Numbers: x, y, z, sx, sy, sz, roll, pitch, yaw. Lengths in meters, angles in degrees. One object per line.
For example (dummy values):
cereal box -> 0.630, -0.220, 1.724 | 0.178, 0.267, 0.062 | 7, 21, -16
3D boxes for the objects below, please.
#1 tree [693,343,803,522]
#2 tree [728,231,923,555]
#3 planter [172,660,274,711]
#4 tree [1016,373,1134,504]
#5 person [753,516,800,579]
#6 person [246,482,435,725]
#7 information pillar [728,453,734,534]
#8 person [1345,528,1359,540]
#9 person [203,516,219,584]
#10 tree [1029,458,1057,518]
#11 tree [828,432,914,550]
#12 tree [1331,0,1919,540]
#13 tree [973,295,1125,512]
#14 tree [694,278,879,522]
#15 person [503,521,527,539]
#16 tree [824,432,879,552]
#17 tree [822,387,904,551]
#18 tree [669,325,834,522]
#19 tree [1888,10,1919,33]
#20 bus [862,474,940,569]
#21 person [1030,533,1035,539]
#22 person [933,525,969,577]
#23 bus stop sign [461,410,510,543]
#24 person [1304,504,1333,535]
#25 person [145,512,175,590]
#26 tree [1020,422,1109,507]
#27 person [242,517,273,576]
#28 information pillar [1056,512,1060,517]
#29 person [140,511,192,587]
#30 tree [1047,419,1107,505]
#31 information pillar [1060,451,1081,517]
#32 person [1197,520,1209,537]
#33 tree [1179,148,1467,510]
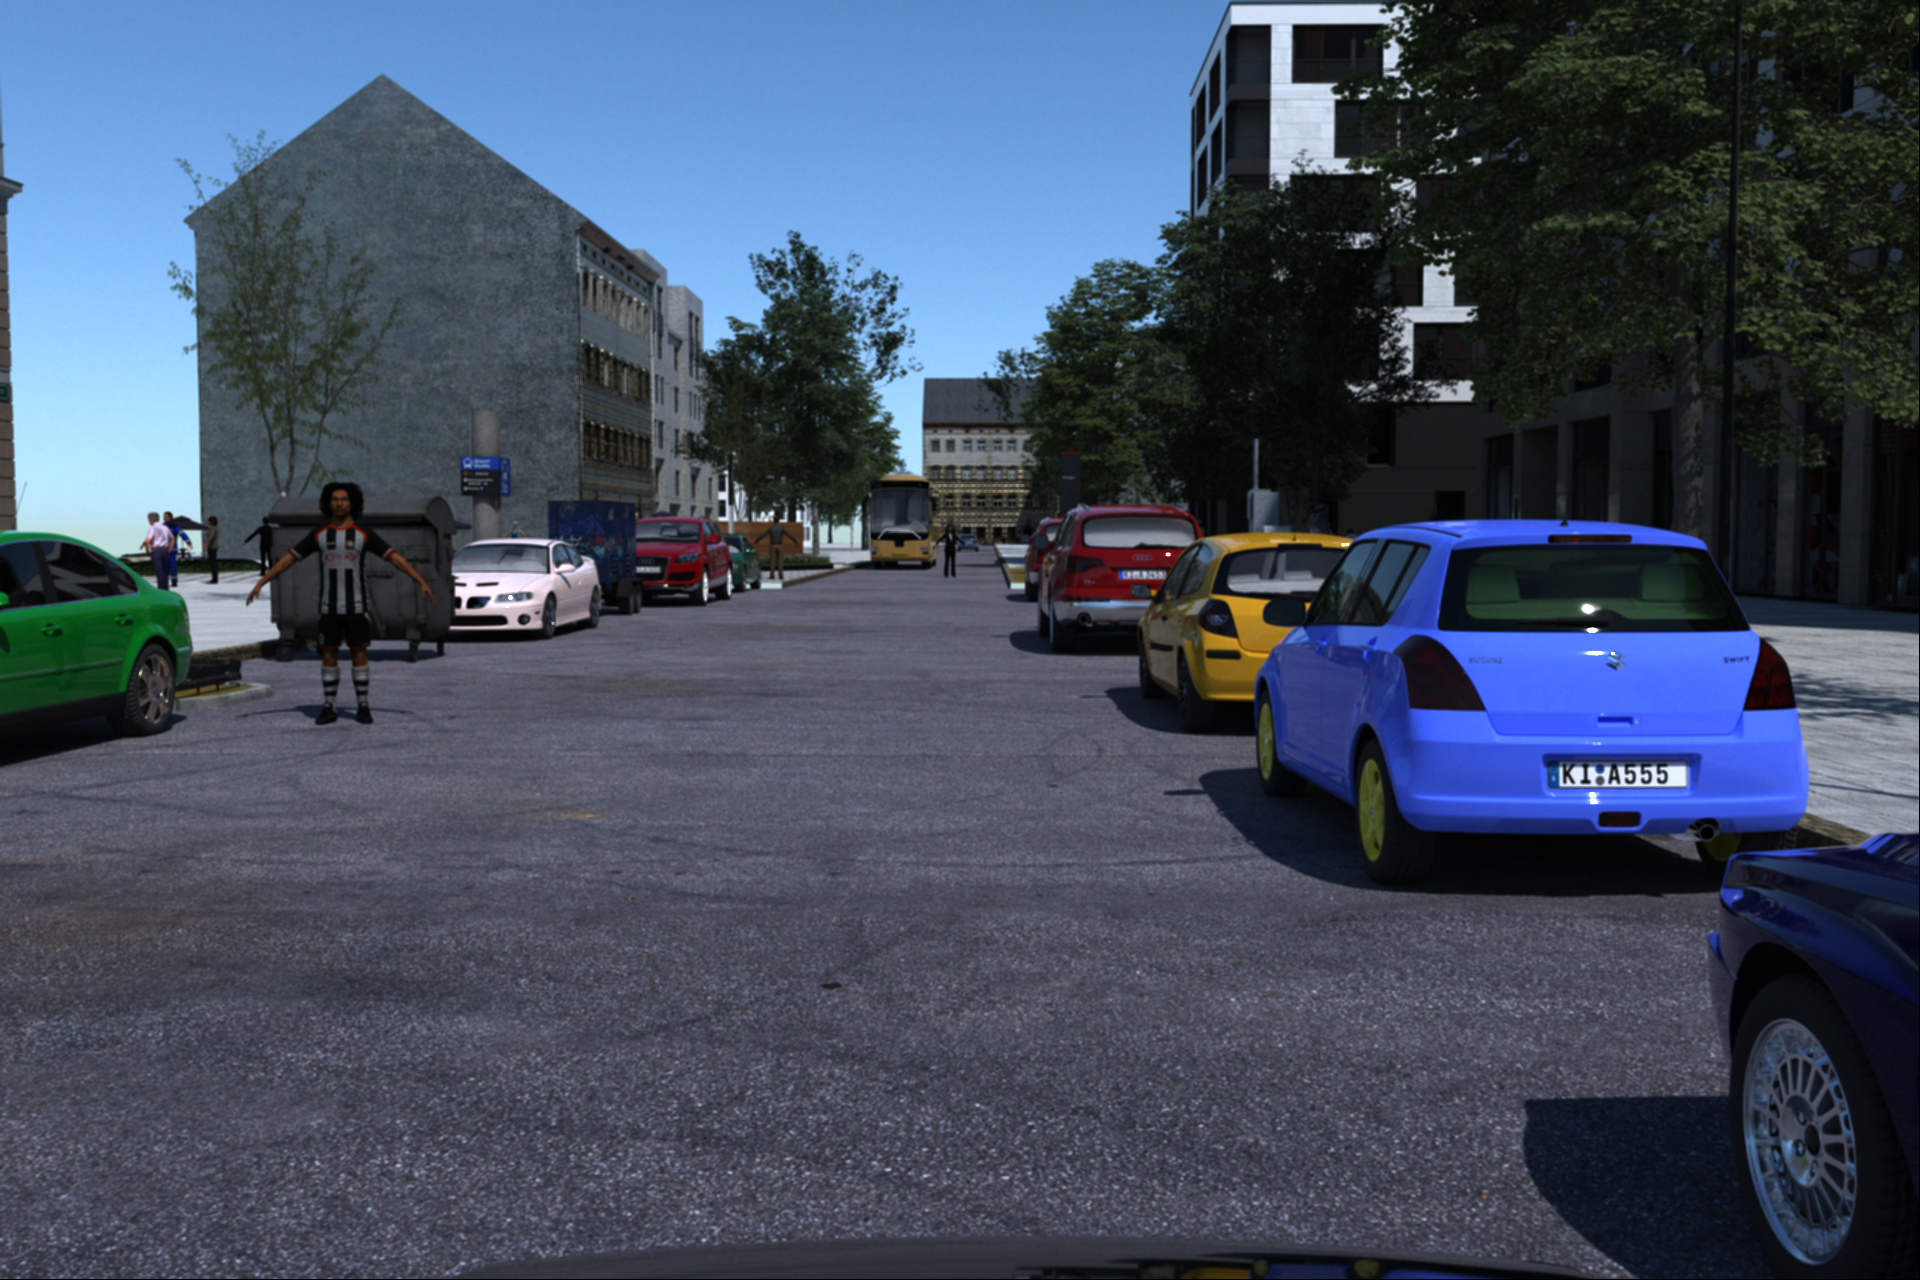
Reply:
tree -> -8.718, -7.153, 67.310 | 4.360, 8.622, 3.978 | 0, 3, 0
tree -> -8.549, -15.357, 106.981 | 12.611, 20.169, 13.585 | 0, 3, 0
planter -> -7.069, 0.385, 14.847 | 1.991, 0.319, 1.994 | 0, 4, 1
tree -> 7.538, -11.432, 112.661 | 9.928, 11.665, 9.643 | 0, 3, 0
person -> -5.221, -2.626, 49.206 | 1.348, 1.796, 0.705 | -1, 4, -11
person -> -4.673, -0.276, 13.117 | 1.345, 1.843, 0.704 | -1, 4, -13
information pillar -> -6.626, -3.597, 50.158 | 0.183, 3.616, 0.504 | 0, 4, 1
person -> 10.025, -2.128, 44.032 | 0.628, 1.438, 0.799 | -3, 4, -39
person -> -19.390, -2.324, 44.759 | 0.721, 1.744, 1.215 | -1, 4, -14
tree -> 7.598, -12.229, 150.311 | 4.360, 8.622, 3.978 | 0, 3, 0
tree -> -7.497, -12.794, 143.589 | 8.767, 10.594, 7.601 | 1, 4, 20
tree -> 7.841, -6.198, 19.473 | 7.486, 12.596, 7.792 | 0, 3, 0
tree -> 7.331, -17.401, 140.395 | 12.611, 20.169, 13.585 | 0, 3, 0
tree -> -8.641, -11.104, 88.213 | 9.857, 13.997, 8.962 | 0, 3, 0
person -> -19.819, -4.364, 77.204 | 1.347, 1.847, 0.705 | 1, 4, 12
tree -> -7.785, -10.645, 124.415 | 4.360, 8.622, 3.978 | 0, 3, 0
tree -> -7.734, -13.182, 133.647 | 7.486, 12.596, 7.792 | 0, 3, 0
tree -> -9.041, -8.681, 76.351 | 8.767, 10.594, 7.601 | 2, 4, 33
tree -> 8.278, -3.677, 10.475 | 4.737, 8.622, 4.395 | 0, 3, 0
bus -> -2.298, -5.067, 74.394 | 2.896, 3.916, 12.252 | 0, 4, 1
person -> 3.219, -3.708, 66.808 | 1.347, 1.806, 0.705 | 0, 4, -4
person -> -0.308, -2.932, 57.112 | 1.216, 1.740, 0.721 | -1, 4, -16
bus stop sign -> -10.171, -2.946, 37.180 | 0.837, 3.901, 0.837 | 0, 3, 0
person -> 5.489, -1.208, 26.459 | 0.621, 1.740, 0.551 | -1, 4, -17
person -> -15.820, -1.659, 34.109 | 0.436, 1.711, 0.756 | 2, 4, 25
tree -> 8.043, -11.831, 127.856 | 7.601, 10.594, 8.767 | -1, 4, -15
person -> -21.217, -2.861, 52.968 | 1.347, 1.806, 0.705 | -2, 4, -32
information pillar -> 3.313, -3.226, 57.239 | 0.304, 2.012, 0.304 | 0, 4, 2
person -> -19.240, -2.208, 42.074 | 1.345, 1.831, 0.704 | 0, 4, 7
tree -> 6.856, -9.303, 102.471 | 4.360, 8.622, 3.978 | 0, 3, 0
information pillar -> 3.463, -3.986, 54.542 | 0.750, 3.857, 0.750 | 0, 4, 1
person -> 9.184, -3.717, 66.748 | 1.349, 1.833, 0.705 | -2, 4, -34
tree -> 8.651, -6.638, 42.938 | 7.601, 10.594, 8.767 | -2, 4, -34
